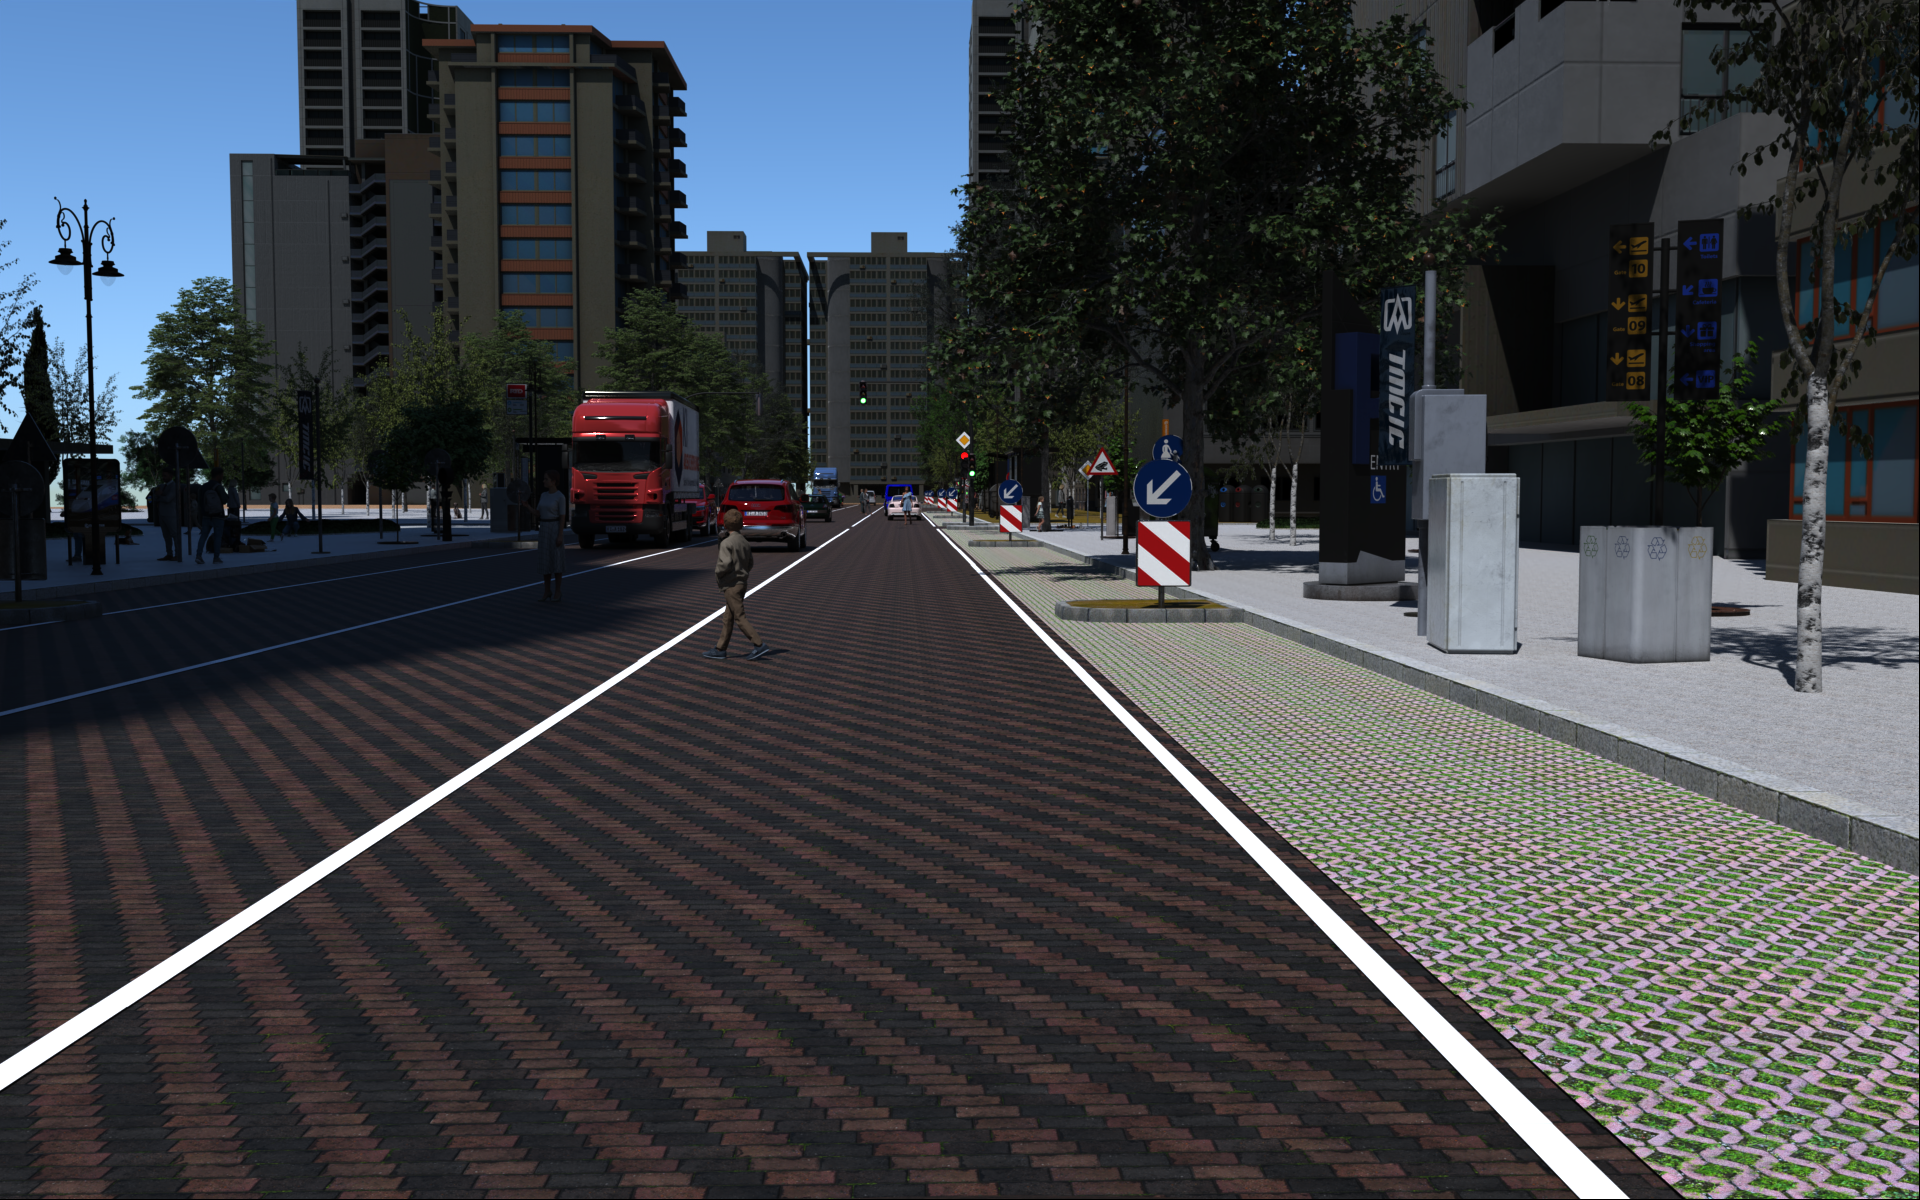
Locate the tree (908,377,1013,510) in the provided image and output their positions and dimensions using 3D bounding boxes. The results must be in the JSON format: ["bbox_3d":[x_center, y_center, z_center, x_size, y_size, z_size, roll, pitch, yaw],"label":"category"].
[{"bbox_3d":[0.872,-13.277,142.836,9.928,11.665,9.643,0,3,0],"label":"tree"}]

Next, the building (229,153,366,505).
[{"bbox_3d":[-78.819,-32.245,210.804,14.086,41.232,14.154,0,4,-2],"label":"building"}]

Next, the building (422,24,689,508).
[{"bbox_3d":[-37.955,-31.243,165.442,22.147,44.769,28.867,0,4,-2],"label":"building"}]

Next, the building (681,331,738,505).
[{"bbox_3d":[-42.367,-22.100,206.374,28.899,21.520,27.650,0,4,-2],"label":"building"}]

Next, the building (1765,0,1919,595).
[{"bbox_3d":[26.335,-10.167,11.275,27.650,21.520,28.899,0,4,-2],"label":"building"}]

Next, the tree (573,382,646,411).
[{"bbox_3d":[-21.288,-9.694,108.854,4.737,8.622,4.395,0,3,0],"label":"tree"}]

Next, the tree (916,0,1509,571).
[{"bbox_3d":[4.020,-6.847,28.953,9.611,12.733,9.660,0,3,0],"label":"tree"}]

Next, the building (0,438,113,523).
[{"bbox_3d":[-43.964,-24.108,48.790,28.867,44.769,22.147,0,4,-2],"label":"building"}]

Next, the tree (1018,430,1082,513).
[{"bbox_3d":[6.292,-10.126,115.923,4.360,8.622,3.978,0,3,0],"label":"tree"}]

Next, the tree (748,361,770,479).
[{"bbox_3d":[-17.582,-12.417,121.137,7.486,12.596,7.792,0,3,0],"label":"tree"}]

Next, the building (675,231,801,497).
[{"bbox_3d":[-34.903,-34.671,258.746,23.993,40.220,32.217,0,4,-2],"label":"building"}]

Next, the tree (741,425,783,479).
[{"bbox_3d":[-18.064,-12.461,154.097,4.360,8.622,3.978,0,3,0],"label":"tree"}]

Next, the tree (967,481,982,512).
[{"bbox_3d":[1.202,-7.979,125.062,1.663,3.219,1.824,0,3,0],"label":"tree"}]

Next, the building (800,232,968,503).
[{"bbox_3d":[-10.623,-34.739,259.860,23.993,40.220,32.217,0,4,-2],"label":"building"}]

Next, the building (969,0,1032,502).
[{"bbox_3d":[11.843,-49.914,254.349,20.611,71.187,20.563,0,4,-2],"label":"building"}]

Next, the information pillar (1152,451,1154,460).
[{"bbox_3d":[9.026,-5.411,79.827,0.183,3.616,0.504,3,5,43],"label":"information pillar"}]

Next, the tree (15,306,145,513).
[{"bbox_3d":[-66.532,-13.237,118.240,13.155,14.587,18.604,2,4,33],"label":"tree"}]

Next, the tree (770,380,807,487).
[{"bbox_3d":[-18.894,-14.870,161.244,7.486,12.596,7.792,0,3,0],"label":"tree"}]

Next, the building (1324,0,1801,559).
[{"bbox_3d":[25.684,-27.964,46.449,28.713,52.752,27.495,0,4,-2],"label":"building"}]

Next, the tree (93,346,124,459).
[{"bbox_3d":[-42.065,-8.054,82.041,4.360,8.622,3.978,0,3,0],"label":"tree"}]

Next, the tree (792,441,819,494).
[{"bbox_3d":[-20.401,-16.983,228.032,4.737,8.622,4.395,0,3,0],"label":"tree"}]

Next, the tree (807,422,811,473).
[{"bbox_3d":[-20.734,-17.020,196.399,7.486,12.596,7.792,0,3,0],"label":"tree"}]

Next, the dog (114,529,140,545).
[{"bbox_3d":[-21.163,-1.603,43.951,0.550,0.427,0.748,-2,4,-33],"label":"dog"}]

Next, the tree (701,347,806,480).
[{"bbox_3d":[-17.923,-14.233,143.075,12.009,13.543,11.850,0,3,0],"label":"tree"}]

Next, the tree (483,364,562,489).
[{"bbox_3d":[-24.920,-9.016,97.775,4.360,8.622,3.978,0,3,0],"label":"tree"}]

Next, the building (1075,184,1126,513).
[{"bbox_3d":[16.321,-18.245,117.372,14.314,24.678,30.058,0,4,-2],"label":"building"}]

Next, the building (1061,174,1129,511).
[{"bbox_3d":[15.517,-21.817,142.618,13.634,28.700,20.117,0,4,-2],"label":"building"}]

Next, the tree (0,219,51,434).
[{"bbox_3d":[-25.220,-5.703,43.612,4.360,8.622,3.978,0,3,0],"label":"tree"}]

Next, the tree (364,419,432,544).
[{"bbox_3d":[-14.392,-3.059,44.623,1.663,3.219,1.824,0,3,0],"label":"tree"}]

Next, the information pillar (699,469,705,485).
[{"bbox_3d":[-19.736,-8.624,132.356,0.504,3.616,0.183,2,4,24],"label":"information pillar"}]

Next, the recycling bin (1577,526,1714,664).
[{"bbox_3d":[5.332,-0.058,13.495,0.722,1.027,0.722,-1,4,-17],"label":"recycling bin"}]

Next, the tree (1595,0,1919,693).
[{"bbox_3d":[5.751,-3.707,10.972,4.360,8.622,3.978,0,3,0],"label":"tree"}]

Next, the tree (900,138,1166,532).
[{"bbox_3d":[2.817,-9.096,59.095,12.009,13.543,11.850,0,3,0],"label":"tree"}]

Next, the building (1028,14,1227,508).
[{"bbox_3d":[17.464,-33.047,164.025,21.300,48.544,21.600,0,4,-2],"label":"building"}]

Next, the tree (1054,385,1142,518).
[{"bbox_3d":[7.447,-8.578,90.612,4.737,8.622,4.395,0,3,0],"label":"tree"}]

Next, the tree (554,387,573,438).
[{"bbox_3d":[-25.398,-10.159,116.466,4.737,8.622,4.395,0,3,0],"label":"tree"}]

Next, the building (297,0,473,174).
[{"bbox_3d":[-82.103,-49.703,250.903,20.611,71.187,20.563,0,4,-2],"label":"building"}]

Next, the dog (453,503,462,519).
[{"bbox_3d":[-26.292,-4.689,91.047,0.800,0.831,0.513,-2,4,-33],"label":"dog"}]

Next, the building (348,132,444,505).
[{"bbox_3d":[-64.669,-34.287,210.695,14.200,45.320,14.600,0,4,-2],"label":"building"}]

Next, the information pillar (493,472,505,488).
[{"bbox_3d":[-15.541,-3.299,58.434,0.304,2.012,0.304,-3,4,-39],"label":"information pillar"}]

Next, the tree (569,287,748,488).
[{"bbox_3d":[-16.708,-10.840,95.363,7.486,12.596,7.792,0,3,0],"label":"tree"}]

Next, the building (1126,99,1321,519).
[{"bbox_3d":[24.925,-16.725,92.522,30.058,24.678,14.314,0,4,-2],"label":"building"}]

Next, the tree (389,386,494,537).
[{"bbox_3d":[-15.756,-4.230,52.874,4.285,4.588,4.351,0,3,0],"label":"tree"}]

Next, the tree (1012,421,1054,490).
[{"bbox_3d":[6.369,-9.166,100.226,4.737,8.622,4.395,0,3,0],"label":"tree"}]

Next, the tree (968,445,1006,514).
[{"bbox_3d":[1.693,-7.933,113.410,4.285,4.588,4.351,0,3,0],"label":"tree"}]

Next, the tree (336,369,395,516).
[{"bbox_3d":[-35.098,-9.311,102.597,4.360,8.622,3.978,0,3,0],"label":"tree"}]

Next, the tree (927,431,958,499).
[{"bbox_3d":[-1.328,-14.623,189.454,4.737,8.622,4.395,0,3,0],"label":"tree"}]

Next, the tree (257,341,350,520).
[{"bbox_3d":[-31.337,-8.199,84.422,4.737,8.622,4.395,0,3,0],"label":"tree"}]

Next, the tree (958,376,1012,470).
[{"bbox_3d":[2.297,-9.574,106.900,4.737,8.622,4.395,0,3,0],"label":"tree"}]

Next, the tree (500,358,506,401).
[{"bbox_3d":[-23.041,-7.907,79.640,4.737,8.622,4.395,0,3,0],"label":"tree"}]

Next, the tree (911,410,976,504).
[{"bbox_3d":[-1.581,-19.759,229.718,9.857,13.997,8.962,0,3,0],"label":"tree"}]

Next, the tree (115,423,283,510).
[{"bbox_3d":[-60.370,-10.664,137.270,20.602,7.101,11.467,2,4,27],"label":"tree"}]

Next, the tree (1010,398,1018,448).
[{"bbox_3d":[5.794,-10.498,122.011,4.360,8.622,3.978,0,3,0],"label":"tree"}]

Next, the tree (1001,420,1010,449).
[{"bbox_3d":[5.254,-11.317,135.392,4.360,8.622,3.978,0,3,0],"label":"tree"}]
